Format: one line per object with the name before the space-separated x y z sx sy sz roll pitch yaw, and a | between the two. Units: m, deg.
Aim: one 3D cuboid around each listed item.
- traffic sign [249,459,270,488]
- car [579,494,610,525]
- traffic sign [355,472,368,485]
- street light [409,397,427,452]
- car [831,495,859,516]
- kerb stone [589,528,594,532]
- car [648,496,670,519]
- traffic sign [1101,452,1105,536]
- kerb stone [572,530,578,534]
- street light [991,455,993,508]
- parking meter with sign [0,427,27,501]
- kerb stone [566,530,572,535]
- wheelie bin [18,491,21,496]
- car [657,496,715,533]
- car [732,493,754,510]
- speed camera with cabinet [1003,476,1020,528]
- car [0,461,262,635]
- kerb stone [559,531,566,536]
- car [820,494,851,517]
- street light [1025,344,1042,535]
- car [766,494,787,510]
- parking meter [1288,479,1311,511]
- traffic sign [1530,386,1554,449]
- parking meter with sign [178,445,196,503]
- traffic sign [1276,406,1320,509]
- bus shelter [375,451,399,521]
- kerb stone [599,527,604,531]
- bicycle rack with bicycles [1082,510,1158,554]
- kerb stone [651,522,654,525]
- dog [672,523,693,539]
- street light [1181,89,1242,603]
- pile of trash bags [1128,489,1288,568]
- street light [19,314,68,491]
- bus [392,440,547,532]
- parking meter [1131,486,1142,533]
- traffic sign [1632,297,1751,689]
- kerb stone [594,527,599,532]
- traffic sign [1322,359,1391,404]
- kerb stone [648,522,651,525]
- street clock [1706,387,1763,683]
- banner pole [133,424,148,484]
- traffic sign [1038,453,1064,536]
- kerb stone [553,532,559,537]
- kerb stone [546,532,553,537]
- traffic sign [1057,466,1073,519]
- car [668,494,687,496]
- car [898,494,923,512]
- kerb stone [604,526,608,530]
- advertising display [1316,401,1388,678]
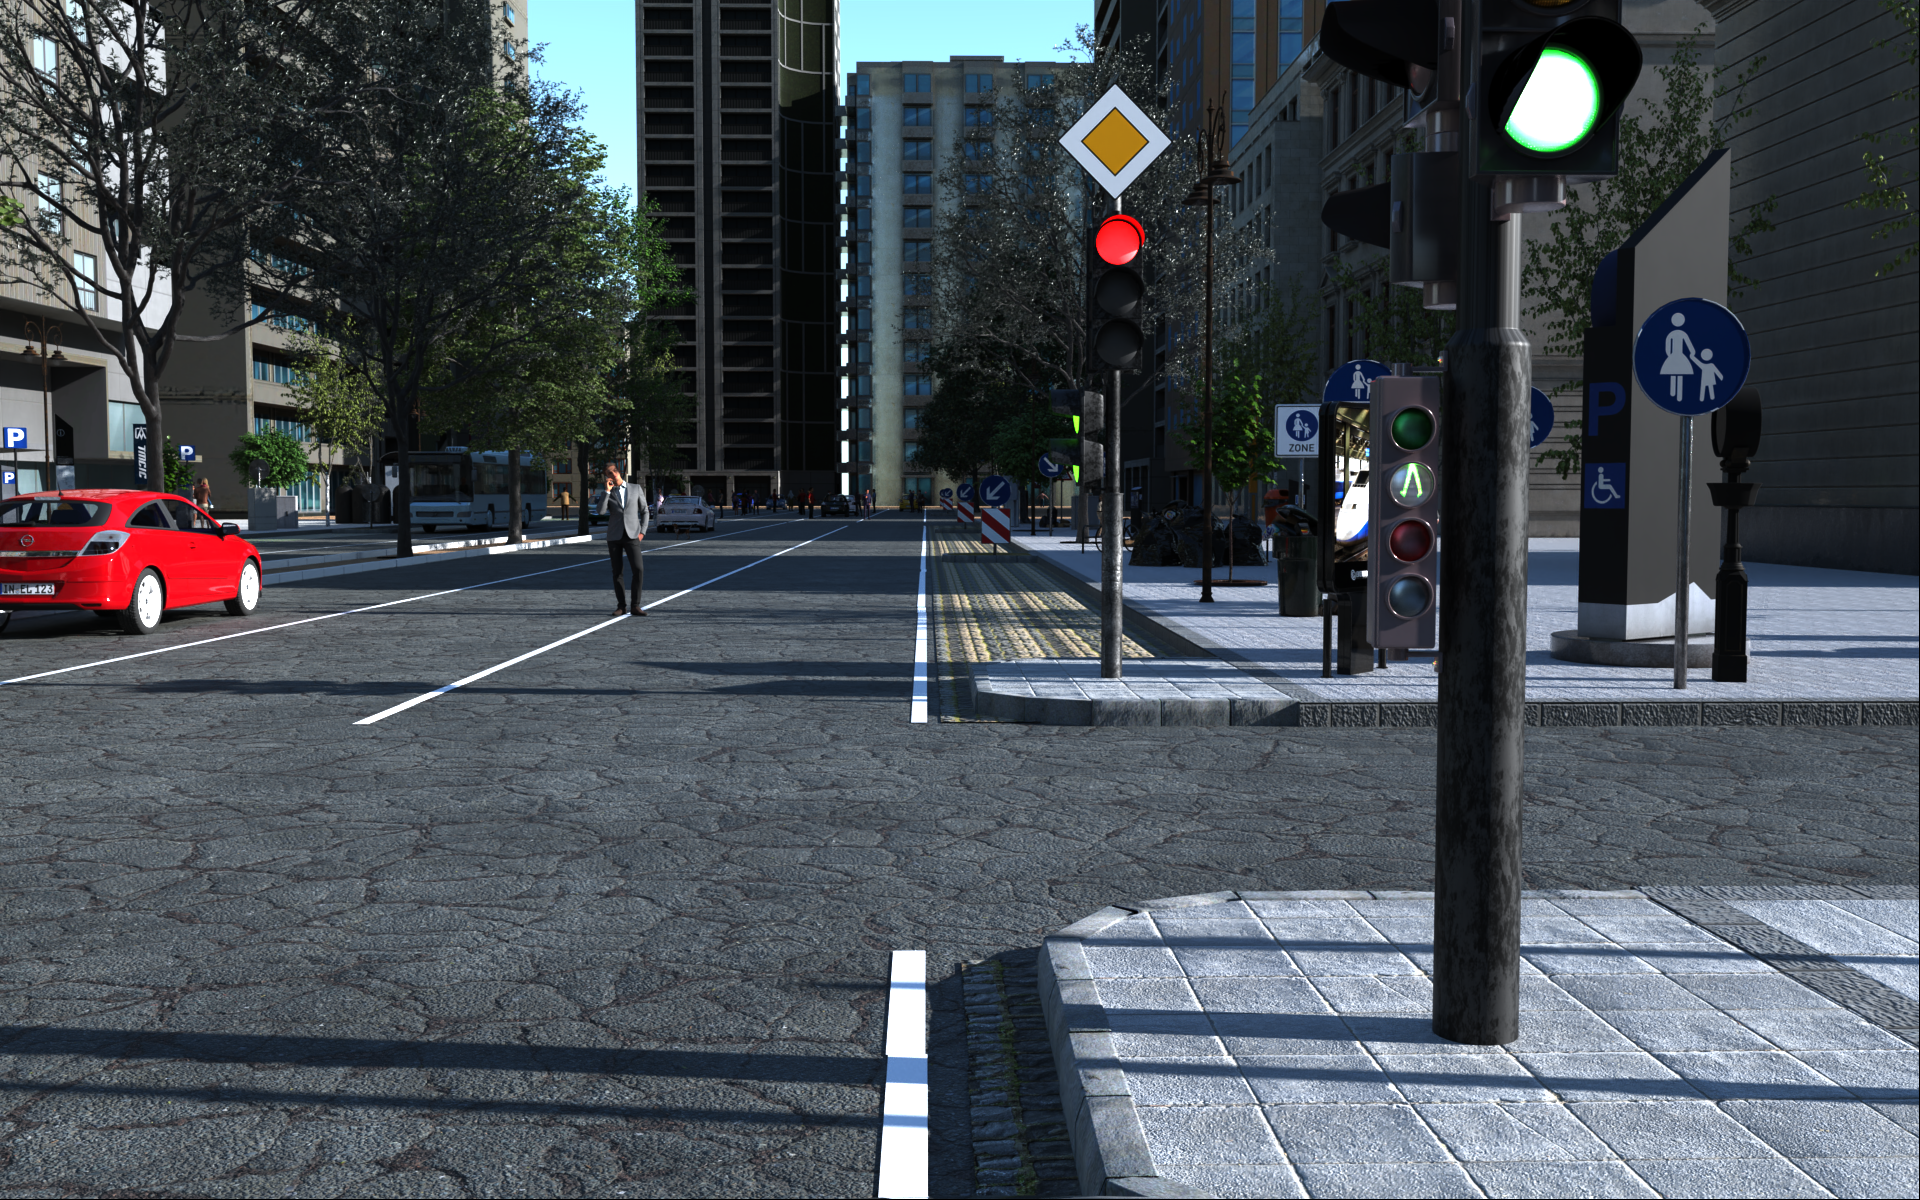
traffic sign | -25.326 -3.822 62.603 0.768 2.556 0.104 0 4 3
car | -16.390 -4.178 80.107 2.131 1.459 4.920 0 4 -2
traffic sign | -27.590 -4.754 79.855 0.606 2.300 0.079 0 4 5
street light | -24.211 -6.411 77.601 0.468 5.910 1.993 0 4 -1
car | -7.722 -6.352 116.217 2.083 1.381 4.827 0 4 -2
kerb stone | -13.808 -2.569 64.199 0.120 0.150 1.000 0 4 -1
car | -16.864 -5.307 99.356 1.945 1.354 3.894 0 4 -1
traffic sign | 4.275 -3.174 51.997 0.768 2.556 0.104 0 4 6
kerb stone | -13.750 -2.381 61.128 0.120 0.150 1.000 0 4 -1
street light | 1.629 -6.975 86.837 0.468 5.910 1.993 0 4 -1
parking meter with sign | -25.280 -3.036 45.906 1.738 3.016 0.543 3 5 44
kerb stone | -13.725 -2.317 60.106 0.120 0.150 1.000 0 4 -1
wheelie bin | -27.016 -2.517 49.054 0.693 1.594 0.980 0 4 4
car | -10.402 -3.269 65.813 2.083 1.381 4.827 0 4 -3
car | -20.274 -9.311 161.818 1.945 1.707 3.694 0 4 0
speed camera with cabinet | 1.996 -4.454 67.160 0.660 3.252 2.038 0 4 4
car | -9.209 -0.615 19.089 2.155 1.783 4.494 0 4 -2
kerb stone | -13.703 -2.253 59.076 0.120 0.150 1.000 0 4 -1
car | -7.821 -6.049 108.686 2.009 1.686 4.222 0 4 -3
street light | 2.276 -4.944 53.626 0.468 5.910 1.993 0 4 -1
car | -16.921 -9.050 159.970 2.014 1.417 4.499 0 4 -2
parking meter | 5.758 -1.284 29.397 0.372 1.533 0.369 0 3 0
traffic sign | 6.507 -1.229 20.202 0.768 2.556 0.104 0 4 6
parking meter with sign | -27.387 -3.971 61.179 0.543 3.016 1.738 -1 4 -17
traffic sign | 3.889 -1.079 19.767 0.606 2.300 0.079 0 4 7
bus shelter | -26.594 -5.535 84.428 2.014 3.302 5.546 0 4 -1
kerb stone | -13.851 -2.690 66.246 0.120 0.150 1.000 0 4 -1
bicycle rack with bicycles | 4.068 -1.485 37.666 2.852 0.926 2.925 2 4 34
kerb stone | -14.099 -3.511 79.598 0.120 0.150 1.000 0 4 -1
dog | -8.758 -2.163 54.647 0.406 0.507 0.540 3 5 40
street light | 2.929 -2.911 20.381 0.468 5.910 1.993 0 4 -1
pile of trash bags | 4.822 -1.331 31.517 3.447 1.369 1.912 -3 4 -38
street light | -23.601 -4.401 44.742 0.468 5.910 1.993 0 4 -1
bus | -18.979 -4.472 67.976 2.948 3.499 13.247 0 4 -1
parking meter | 5.794 -2.965 56.889 0.372 1.533 0.369 0 3 0
traffic sign | 4.748 -0.687 11.341 0.768 2.556 0.104 0 4 0
kerb stone | -13.831 -2.632 65.221 0.120 0.150 1.000 0 4 -1
traffic sign | 3.805 -1.000 16.462 0.768 2.556 0.104 0 4 -1
kerb stone | -14.074 -3.385 77.546 0.120 0.150 1.000 0 4 -1
street clock | 5.281 -0.444 11.833 0.358 2.002 0.471 1 4 12
banner pole | -25.462 -3.933 54.321 0.863 3.779 0.401 -1 4 -17
traffic sign | 2.756 -3.205 52.509 0.768 2.556 0.104 0 4 -1
kerb stone | -13.687 -2.187 58.050 0.120 0.150 1.000 0 4 -1
kerb stone | -13.665 -2.127 57.028 0.120 0.150 1.000 0 4 -1
traffic sign | 3.988 -4.161 68.035 0.884 2.594 0.081 0 4 8
car | -20.268 -6.958 123.980 2.015 1.641 3.980 0 4 -1
car | -4.116 -8.138 143.272 2.015 1.641 3.980 0 4 1
kerb stone | -13.863 -2.757 67.269 0.120 0.150 1.000 0 4 -1
advertising display | 2.840 -0.438 12.380 0.123 1.923 0.974 3 5 40
